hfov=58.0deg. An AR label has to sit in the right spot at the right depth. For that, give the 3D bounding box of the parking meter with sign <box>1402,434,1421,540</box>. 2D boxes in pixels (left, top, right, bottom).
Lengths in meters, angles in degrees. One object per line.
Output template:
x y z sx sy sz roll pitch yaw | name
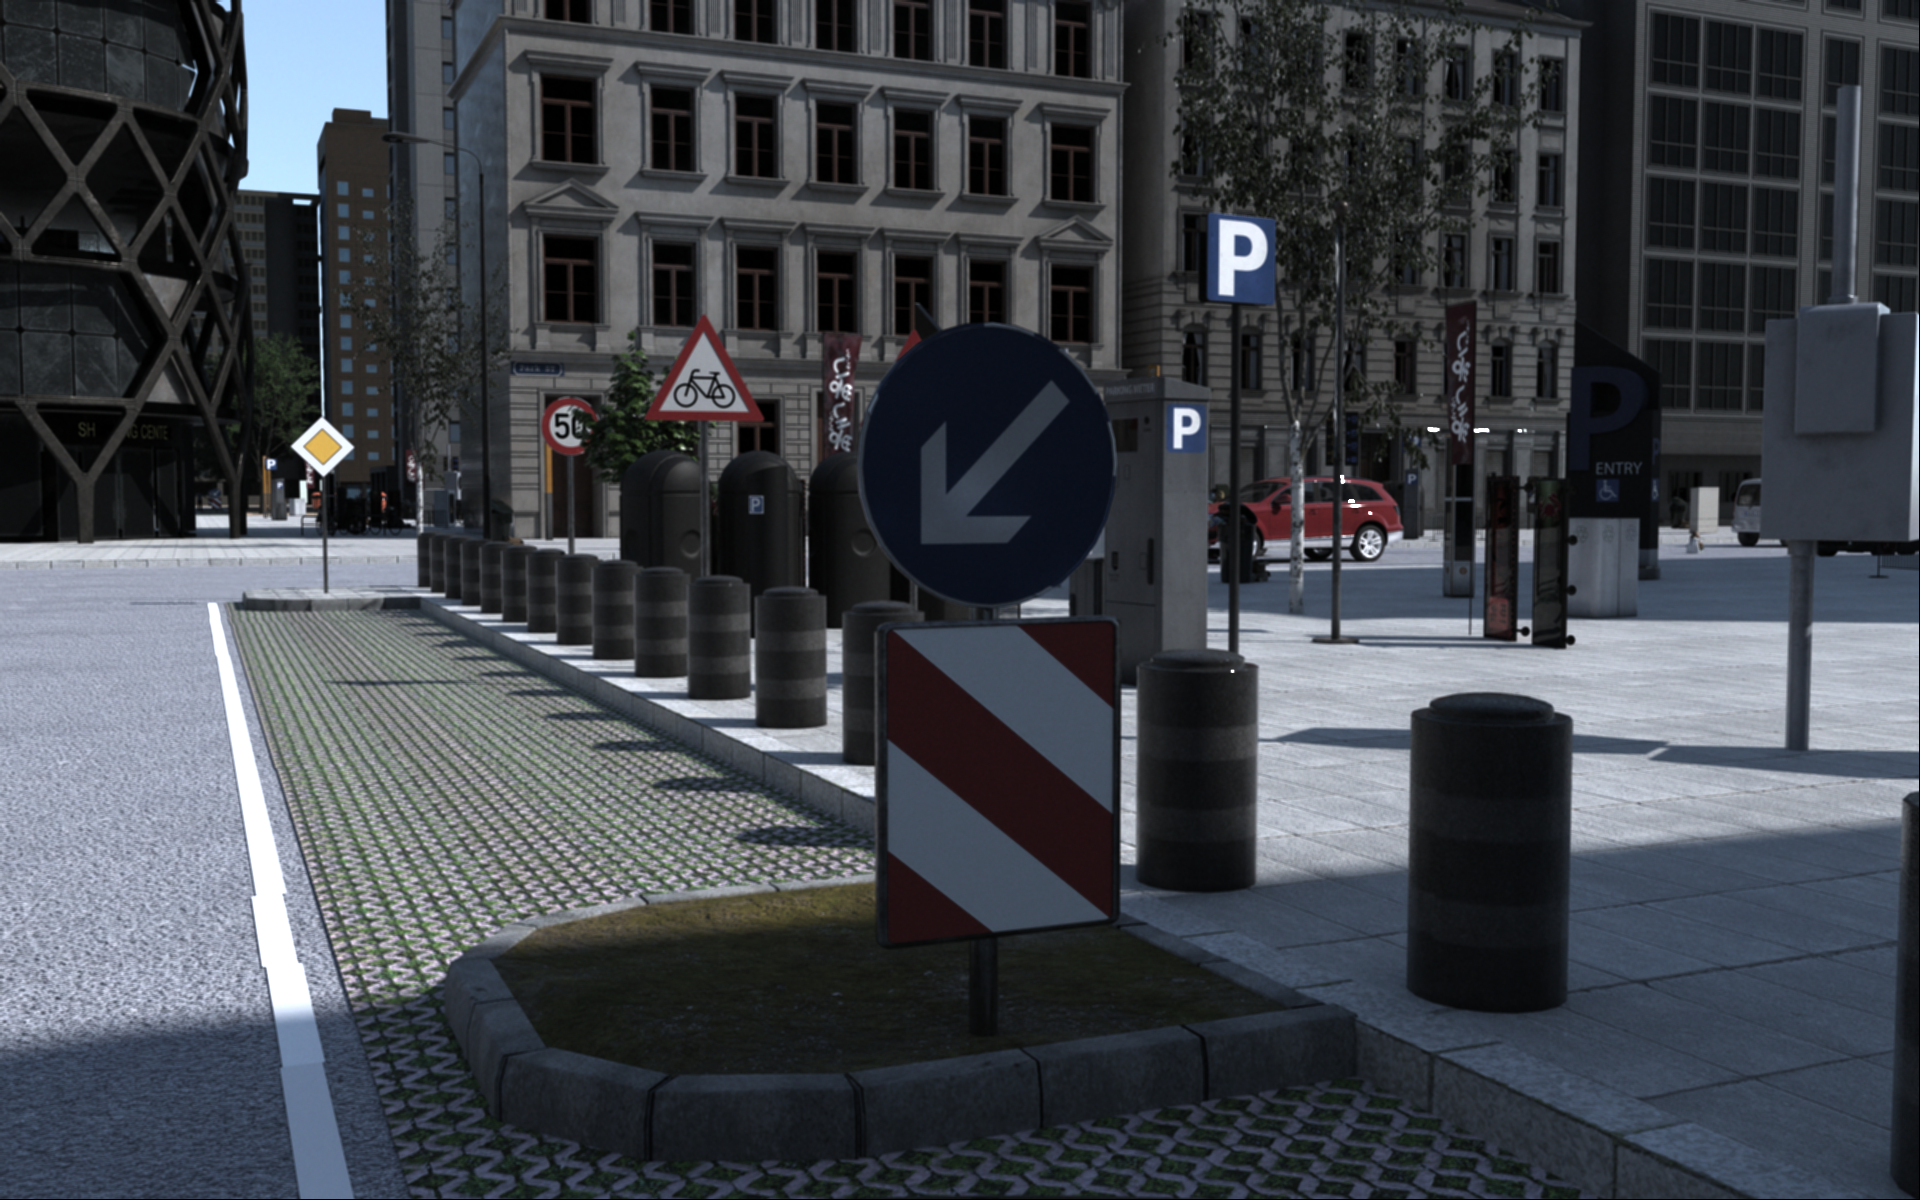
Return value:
12.900 -3.259 49.539 0.543 3.016 1.738 1 4 14 | parking meter with sign

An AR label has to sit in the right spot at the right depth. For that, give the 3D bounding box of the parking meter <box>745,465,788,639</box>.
-1.722 -0.432 15.480 0.372 1.533 0.369 0 3 0 | parking meter

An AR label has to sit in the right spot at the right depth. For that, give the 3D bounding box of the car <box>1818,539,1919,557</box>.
21.160 -1.803 39.259 4.222 1.686 2.009 -2 4 -23 | car

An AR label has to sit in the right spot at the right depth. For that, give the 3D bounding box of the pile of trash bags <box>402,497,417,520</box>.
-27.200 -4.776 87.835 1.912 1.369 3.447 -3 5 -40 | pile of trash bags

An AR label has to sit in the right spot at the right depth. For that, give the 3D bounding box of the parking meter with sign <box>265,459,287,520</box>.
-33.467 -5.422 84.905 0.543 3.016 1.738 -3 5 -40 | parking meter with sign

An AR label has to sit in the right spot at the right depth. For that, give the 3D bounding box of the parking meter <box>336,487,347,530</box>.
-22.298 -3.307 62.480 0.372 1.533 0.369 0 3 0 | parking meter

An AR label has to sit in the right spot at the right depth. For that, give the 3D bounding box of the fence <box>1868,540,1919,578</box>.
14.186 -0.626 25.614 0.278 0.683 2.069 0 4 -4 | fence

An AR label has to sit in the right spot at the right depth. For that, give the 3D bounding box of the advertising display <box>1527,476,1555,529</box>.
20.998 -3.514 62.660 0.974 1.923 0.123 3 5 42 | advertising display

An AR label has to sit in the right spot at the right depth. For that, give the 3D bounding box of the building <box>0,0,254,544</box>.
-29.531 -11.155 49.836 16.811 18.784 16.820 -2 4 -24 | building

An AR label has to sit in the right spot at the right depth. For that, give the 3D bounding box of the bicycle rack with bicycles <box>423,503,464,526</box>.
-20.856 -3.515 70.858 2.852 0.926 2.925 -2 4 -25 | bicycle rack with bicycles

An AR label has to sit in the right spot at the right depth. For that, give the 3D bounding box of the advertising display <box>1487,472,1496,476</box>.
15.470 -2.767 50.449 0.123 1.923 0.974 1 4 10 | advertising display

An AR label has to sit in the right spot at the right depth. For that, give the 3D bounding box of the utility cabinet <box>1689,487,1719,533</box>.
24.100 -2.901 56.109 1.173 1.500 0.318 -3 4 -36 | utility cabinet

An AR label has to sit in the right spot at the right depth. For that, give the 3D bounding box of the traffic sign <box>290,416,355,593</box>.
-8.194 -1.142 22.315 0.795 2.450 0.064 -2 4 -24 | traffic sign

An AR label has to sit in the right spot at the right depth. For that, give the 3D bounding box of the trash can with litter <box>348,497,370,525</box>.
-24.717 -3.660 71.226 1.055 1.170 0.624 -2 4 -27 | trash can with litter

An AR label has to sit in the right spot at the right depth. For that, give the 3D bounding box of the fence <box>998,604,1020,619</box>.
0.401 -0.261 15.466 0.480 1.192 2.264 1 4 9 | fence

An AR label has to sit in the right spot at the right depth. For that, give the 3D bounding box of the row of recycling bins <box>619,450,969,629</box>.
-1.489 -0.589 16.749 3.534 1.692 1.069 -2 4 -23 | row of recycling bins

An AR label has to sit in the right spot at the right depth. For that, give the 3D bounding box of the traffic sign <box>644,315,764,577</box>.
-1.867 -0.774 12.653 0.884 2.594 0.081 -1 4 -22 | traffic sign

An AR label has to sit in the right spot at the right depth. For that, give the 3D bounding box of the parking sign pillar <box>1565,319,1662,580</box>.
9.925 -2.316 26.333 1.447 3.967 1.447 3 5 39 | parking sign pillar

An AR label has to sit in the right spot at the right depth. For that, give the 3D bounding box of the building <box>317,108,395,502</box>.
-68.047 -34.012 206.212 14.200 45.320 14.600 -2 4 -24 | building

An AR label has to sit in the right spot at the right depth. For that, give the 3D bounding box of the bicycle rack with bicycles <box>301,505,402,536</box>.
-19.177 -2.482 53.961 2.925 0.926 2.852 3 5 41 | bicycle rack with bicycles

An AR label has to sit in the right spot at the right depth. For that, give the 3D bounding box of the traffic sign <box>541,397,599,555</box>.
-5.117 -1.386 22.771 0.768 2.556 0.104 -1 4 -22 | traffic sign

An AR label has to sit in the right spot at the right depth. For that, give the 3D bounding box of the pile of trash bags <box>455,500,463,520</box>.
-24.685 -4.740 87.253 1.912 1.369 3.447 -2 4 -35 | pile of trash bags

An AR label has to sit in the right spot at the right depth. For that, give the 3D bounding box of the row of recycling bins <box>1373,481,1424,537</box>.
13.391 -2.854 53.776 1.069 1.692 3.534 -1 4 -10 | row of recycling bins

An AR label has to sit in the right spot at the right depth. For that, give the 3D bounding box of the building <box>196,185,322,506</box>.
-89.003 -31.476 206.517 23.993 40.220 32.217 -2 4 -24 | building

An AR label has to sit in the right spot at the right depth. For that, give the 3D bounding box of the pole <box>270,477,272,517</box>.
-38.694 -6.311 97.024 0.158 3.312 0.155 0 3 0 | pole

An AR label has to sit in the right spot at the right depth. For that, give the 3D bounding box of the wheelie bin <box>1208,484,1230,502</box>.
8.452 -2.952 56.166 0.980 1.594 0.693 -3 5 -45 | wheelie bin

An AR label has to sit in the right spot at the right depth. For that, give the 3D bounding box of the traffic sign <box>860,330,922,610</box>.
-0.373 -0.845 13.816 0.884 2.594 0.081 -1 4 -17 | traffic sign

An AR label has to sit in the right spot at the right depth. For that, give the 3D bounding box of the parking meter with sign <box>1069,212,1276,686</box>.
1.330 -0.941 11.654 0.543 3.016 1.738 -2 4 -30 | parking meter with sign

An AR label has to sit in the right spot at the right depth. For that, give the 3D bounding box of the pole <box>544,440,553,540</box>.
-11.398 -3.310 47.967 0.158 3.312 0.155 0 3 0 | pole

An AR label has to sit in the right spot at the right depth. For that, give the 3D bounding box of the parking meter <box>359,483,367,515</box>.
-31.241 -5.194 90.640 0.255 1.863 0.399 -3 5 -40 | parking meter

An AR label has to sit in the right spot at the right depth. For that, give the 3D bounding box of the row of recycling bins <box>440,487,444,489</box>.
-29.094 -5.734 100.861 3.534 1.692 1.069 2 4 31 | row of recycling bins

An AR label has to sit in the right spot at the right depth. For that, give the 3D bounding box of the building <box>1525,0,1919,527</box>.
31.893 -17.205 74.814 24.014 27.812 14.314 -2 4 -24 | building

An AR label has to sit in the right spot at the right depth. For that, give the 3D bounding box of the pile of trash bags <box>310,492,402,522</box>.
-27.619 -4.226 78.847 3.447 1.369 1.912 1 4 15 | pile of trash bags

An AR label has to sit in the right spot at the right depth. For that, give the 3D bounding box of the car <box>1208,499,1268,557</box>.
5.086 -1.707 39.703 4.920 1.459 2.131 -1 4 -22 | car

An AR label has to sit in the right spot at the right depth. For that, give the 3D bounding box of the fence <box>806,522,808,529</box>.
-3.665 -2.082 45.246 2.264 1.192 0.480 -3 4 -37 | fence

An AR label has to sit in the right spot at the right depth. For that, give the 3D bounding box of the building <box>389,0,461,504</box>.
-32.412 -36.116 132.488 21.231 58.520 28.212 -2 4 -24 | building

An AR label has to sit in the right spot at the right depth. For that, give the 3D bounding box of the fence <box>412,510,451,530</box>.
-19.360 -2.941 63.453 0.278 0.683 2.069 1 4 16 | fence

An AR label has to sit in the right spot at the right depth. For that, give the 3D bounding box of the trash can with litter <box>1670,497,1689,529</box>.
26.767 -3.226 64.126 0.624 1.170 1.055 -1 4 -12 | trash can with litter

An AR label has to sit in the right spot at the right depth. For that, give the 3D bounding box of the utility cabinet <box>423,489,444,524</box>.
-22.252 -3.972 73.617 1.173 1.500 0.318 1 4 18 | utility cabinet

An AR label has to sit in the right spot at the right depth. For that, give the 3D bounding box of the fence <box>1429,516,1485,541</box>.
13.780 -1.989 47.896 2.069 0.683 0.278 -2 4 -33 | fence

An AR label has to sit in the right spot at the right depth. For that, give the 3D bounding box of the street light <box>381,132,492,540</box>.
-6.763 -3.063 22.622 1.470 5.913 1.316 -2 4 -24 | street light

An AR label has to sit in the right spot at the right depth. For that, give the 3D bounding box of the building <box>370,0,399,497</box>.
-41.915 -43.868 155.488 20.563 71.187 20.611 -2 4 -24 | building

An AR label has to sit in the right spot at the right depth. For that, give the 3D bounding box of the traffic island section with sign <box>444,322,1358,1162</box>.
-0.327 0.241 4.694 1.989 1.847 2.006 -2 4 -24 | traffic island section with sign

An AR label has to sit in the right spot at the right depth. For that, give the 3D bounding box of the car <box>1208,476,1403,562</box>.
6.889 -1.719 36.782 5.304 1.827 2.281 -2 4 -24 | car

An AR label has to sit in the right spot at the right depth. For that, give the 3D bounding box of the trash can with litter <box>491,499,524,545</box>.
-10.335 -1.726 39.614 1.055 1.170 0.624 3 4 37 | trash can with litter

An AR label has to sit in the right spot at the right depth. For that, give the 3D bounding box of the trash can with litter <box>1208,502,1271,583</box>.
4.093 -0.847 25.239 0.624 1.170 1.055 2 4 35 | trash can with litter

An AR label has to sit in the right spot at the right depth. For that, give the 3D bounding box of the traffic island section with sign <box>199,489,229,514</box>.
-54.231 -7.180 126.024 1.989 1.847 2.006 -2 4 -24 | traffic island section with sign

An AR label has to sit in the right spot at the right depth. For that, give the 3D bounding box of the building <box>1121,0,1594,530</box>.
12.869 -13.181 64.667 18.267 20.994 9.793 -2 4 -24 | building

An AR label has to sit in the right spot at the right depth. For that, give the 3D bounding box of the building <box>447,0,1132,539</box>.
-5.755 -13.502 56.921 21.152 22.565 11.583 -2 4 -24 | building
